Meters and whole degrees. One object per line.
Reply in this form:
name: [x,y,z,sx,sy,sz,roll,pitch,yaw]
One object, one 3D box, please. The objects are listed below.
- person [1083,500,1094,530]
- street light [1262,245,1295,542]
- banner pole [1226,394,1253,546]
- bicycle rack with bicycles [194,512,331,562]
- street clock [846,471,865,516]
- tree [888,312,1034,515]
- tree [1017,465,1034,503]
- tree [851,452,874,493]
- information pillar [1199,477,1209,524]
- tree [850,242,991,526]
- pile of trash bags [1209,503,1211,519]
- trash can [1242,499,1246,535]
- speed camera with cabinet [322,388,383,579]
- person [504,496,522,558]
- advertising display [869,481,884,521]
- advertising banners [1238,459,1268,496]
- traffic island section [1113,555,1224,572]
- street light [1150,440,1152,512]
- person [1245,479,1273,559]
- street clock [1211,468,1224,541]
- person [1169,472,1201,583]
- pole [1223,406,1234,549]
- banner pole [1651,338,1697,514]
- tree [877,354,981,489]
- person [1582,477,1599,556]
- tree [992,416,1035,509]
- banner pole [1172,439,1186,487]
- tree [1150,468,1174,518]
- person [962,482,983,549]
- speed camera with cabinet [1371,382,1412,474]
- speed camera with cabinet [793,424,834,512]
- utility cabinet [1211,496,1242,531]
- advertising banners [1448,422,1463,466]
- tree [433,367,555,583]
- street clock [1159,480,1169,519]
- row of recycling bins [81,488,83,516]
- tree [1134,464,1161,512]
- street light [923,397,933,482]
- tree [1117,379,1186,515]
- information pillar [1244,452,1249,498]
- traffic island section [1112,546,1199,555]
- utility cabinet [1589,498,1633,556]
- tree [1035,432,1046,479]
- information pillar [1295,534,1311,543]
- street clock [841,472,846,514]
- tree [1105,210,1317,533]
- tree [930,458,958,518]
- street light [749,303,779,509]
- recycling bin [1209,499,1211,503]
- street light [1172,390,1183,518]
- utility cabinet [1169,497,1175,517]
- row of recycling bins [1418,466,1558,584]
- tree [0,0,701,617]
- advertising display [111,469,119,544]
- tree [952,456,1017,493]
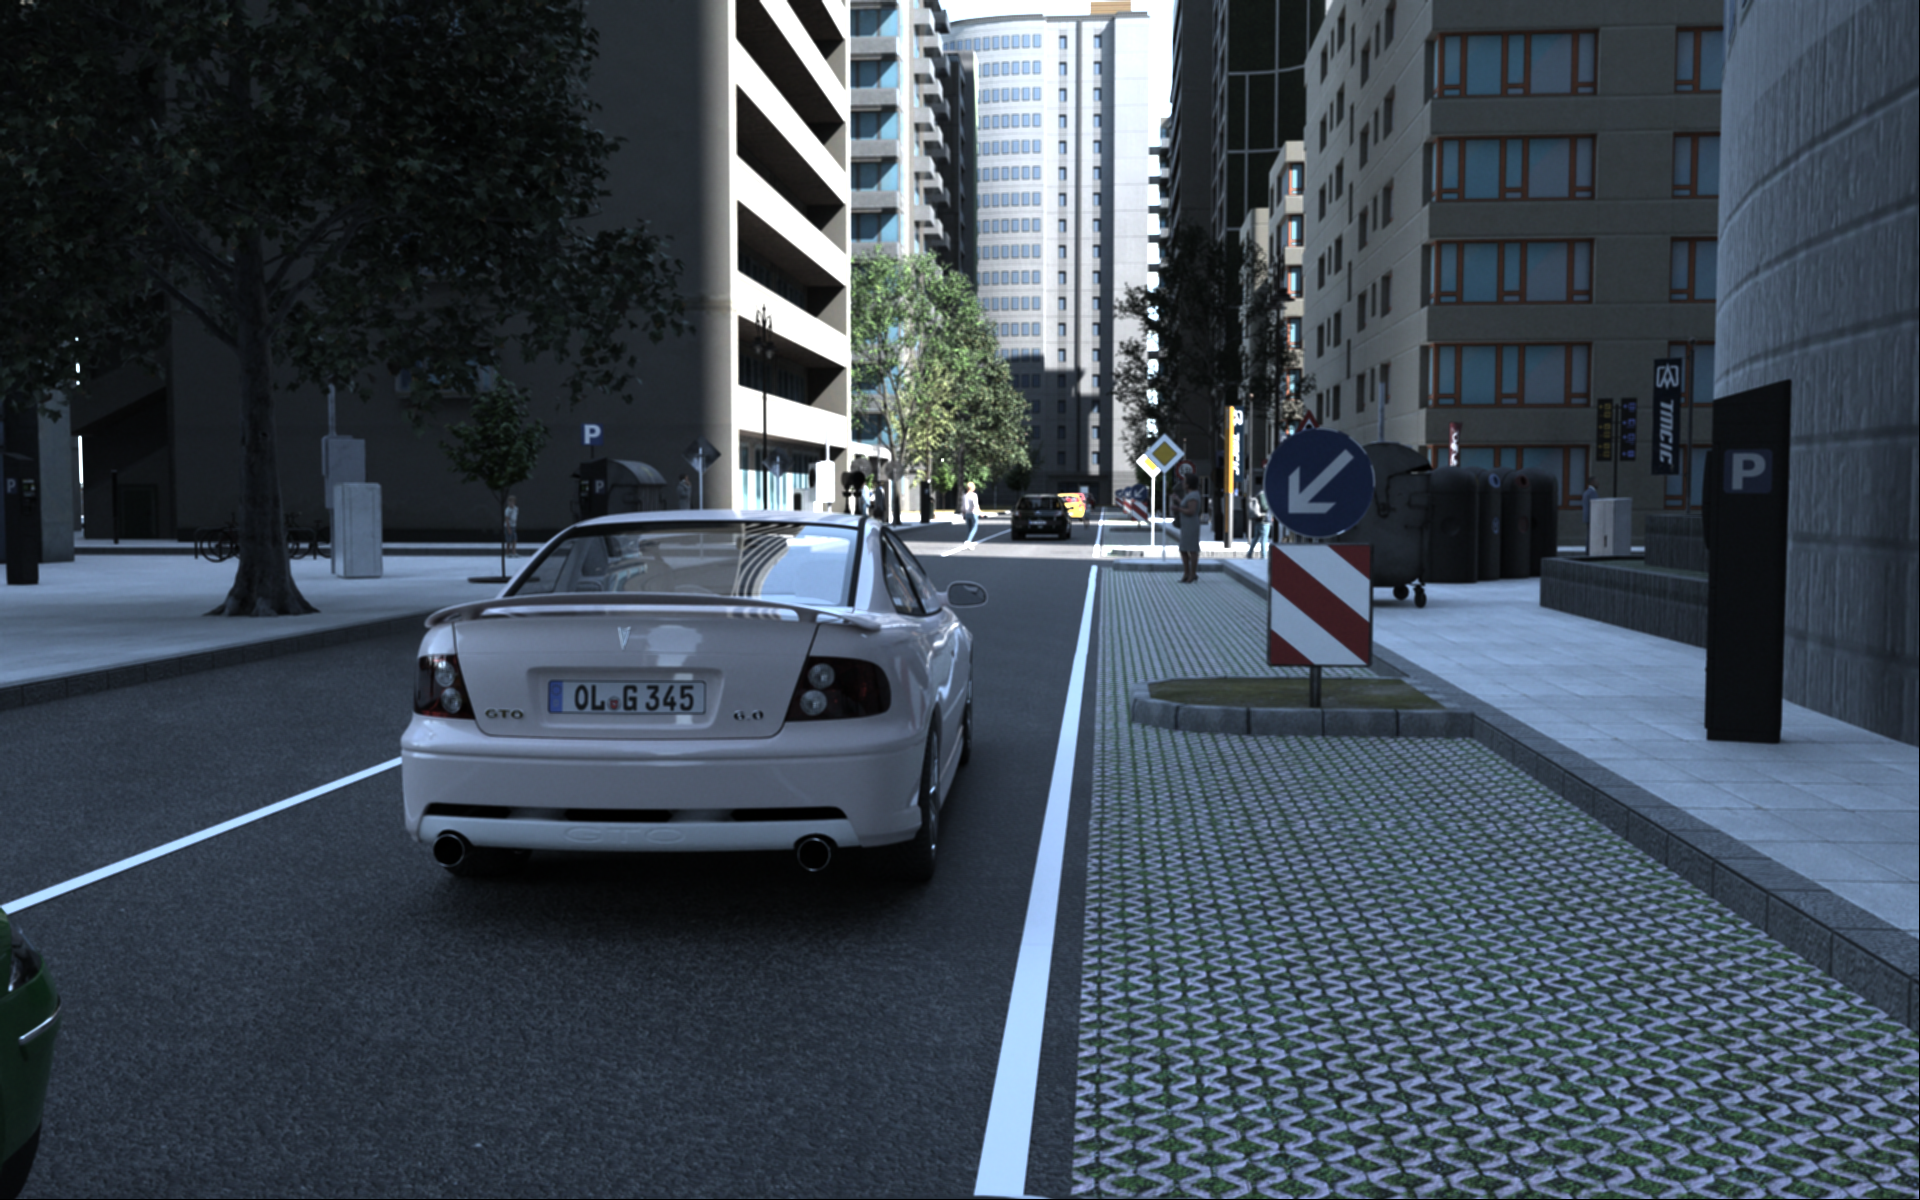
person: [5.202,-3.448,69.890,0.505,1.210,0.382,3,4,36]
street light: [5.935,-3.646,32.400,0.468,5.910,1.993,0,4,5]
banner pole: [7.014,-3.255,43.242,0.863,3.779,0.401,0,4,-3]
bicycle rack with bicycles: [-13.674,-1.266,34.082,2.925,0.926,2.852,-3,4,-36]
street clock: [-3.266,-3.093,55.139,0.471,2.002,0.358,-2,4,-31]
tree: [0.157,-11.656,107.589,9.611,12.733,9.660,0,3,0]
tree: [6.371,-12.474,187.664,4.285,4.588,4.351,0,3,0]
tree: [-4.466,-5.178,79.265,1.663,3.219,1.824,0,3,0]
information pillar: [10.328,-4.205,73.241,0.304,2.012,0.304,-2,4,-27]
tree: [-2.526,-8.857,70.562,9.928,11.665,9.643,0,3,0]
pile of trash bags: [11.490,-4.430,82.188,1.912,1.369,3.447,-1,4,-15]
trash can: [9.188,-2.612,54.352,0.748,1.137,0.748,0,3,0]
speed camera with cabinet: [-9.502,-2.002,27.063,0.660,3.252,2.038,-2,4,-27]
person: [-9.005,-1.475,34.837,0.332,1.250,0.352,-2,4,-30]
advertising display: [-3.894,-4.760,83.035,0.974,1.923,0.123,0,4,7]
advertising banners: [14.676,-5.570,87.256,2.074,3.025,0.090,2,4,28]
traffic island section: [3.932,-0.658,33.046,2.009,0.180,2.903,0,4,5]
street light: [12.785,-8.703,115.083,0.468,5.910,1.993,0,4,5]
person: [6.274,-1.656,35.923,0.721,1.781,0.623,-1,4,-17]
street clock: [7.105,-2.619,47.386,0.471,2.002,0.358,3,5,43]
person: [3.593,-1.159,27.810,0.532,1.782,0.716,0,4,3]
pole: [6.272,-2.850,40.433,0.158,3.312,0.155,0,3,0]
banner pole: [11.563,-2.323,27.996,0.401,3.779,0.863,-3,5,-42]
tree: [-1.857,-8.434,88.262,4.737,8.622,4.395,0,3,0]
person: [13.352,-1.703,36.526,0.419,1.800,0.721,0,4,-5]
tree: [3.187,-11.962,145.939,4.737,8.622,4.395,0,3,0]
banner pole: [9.976,-5.419,78.615,0.863,3.779,0.401,-2,4,-24]
tree: [11.892,-6.379,98.892,1.663,3.219,1.824,0,3,0]
person: [0.289,-2.188,44.945,0.731,1.740,0.598,2,4,28]
speed camera with cabinet: [7.222,-2.189,30.131,0.660,3.252,2.038,3,4,36]
speed camera with cabinet: [-4.214,-3.385,49.683,0.660,3.252,2.038,-2,4,-24]
utility cabinet: [9.201,-2.975,59.803,1.020,1.237,0.306,1,4,13]
advertising banners: [11.452,-2.784,41.703,2.074,3.025,0.090,-3,4,-38]
tree: [-6.827,-1.877,25.289,1.663,3.219,1.824,0,3,0]
street clock: [10.550,-5.204,89.662,0.471,2.002,0.358,3,4,37]
row of recycling bins: [-51.490,-5.831,102.457,1.069,1.692,3.534,-2,4,-35]
tree: [14.302,-8.756,126.876,4.285,4.588,4.351,0,3,0]
street light: [-1.538,-6.591,80.549,0.468,5.910,1.993,0,4,5]
tree: [11.955,-9.482,105.393,4.360,8.622,3.978,0,3,0]
information pillar: [15.738,-6.329,94.838,0.183,3.616,0.504,3,4,39]
traffic island section: [4.599,-1.145,41.004,2.009,0.180,2.903,0,4,5]
utility cabinet: [10.178,-0.977,27.136,0.306,1.237,1.020,0,4,0]
tree: [6.795,-14.167,181.988,4.737,8.622,4.395,0,3,0]
information pillar: [5.601,-1.431,27.895,0.304,2.012,0.304,-1,4,-15]
street clock: [-3.684,-3.184,56.627,0.358,2.002,0.471,-2,4,-28]
tree: [8.262,-7.523,57.409,7.601,10.594,8.767,1,4,11]
tree: [-1.013,-6.071,93.862,1.663,3.219,1.824,0,3,0]
street light: [-4.747,-4.241,42.131,0.468,5.910,1.993,0,4,5]
recycling bin: [12.370,-4.453,85.368,0.722,1.027,0.722,2,4,31]
street light: [9.617,-6.363,76.822,0.468,5.910,1.993,0,4,5]
utility cabinet: [12.113,-5.194,96.076,1.020,1.237,0.306,1,4,13]
row of recycling bins: [7.968,-1.165,26.164,1.069,1.692,3.534,3,5,43]
tree: [-7.575,-6.187,18.163,9.611,12.733,9.660,0,3,0]
advertising display: [-21.856,-2.421,44.803,0.123,1.923,0.974,-2,4,-26]
tree: [0.814,-8.491,122.548,4.285,4.588,4.351,0,3,0]
